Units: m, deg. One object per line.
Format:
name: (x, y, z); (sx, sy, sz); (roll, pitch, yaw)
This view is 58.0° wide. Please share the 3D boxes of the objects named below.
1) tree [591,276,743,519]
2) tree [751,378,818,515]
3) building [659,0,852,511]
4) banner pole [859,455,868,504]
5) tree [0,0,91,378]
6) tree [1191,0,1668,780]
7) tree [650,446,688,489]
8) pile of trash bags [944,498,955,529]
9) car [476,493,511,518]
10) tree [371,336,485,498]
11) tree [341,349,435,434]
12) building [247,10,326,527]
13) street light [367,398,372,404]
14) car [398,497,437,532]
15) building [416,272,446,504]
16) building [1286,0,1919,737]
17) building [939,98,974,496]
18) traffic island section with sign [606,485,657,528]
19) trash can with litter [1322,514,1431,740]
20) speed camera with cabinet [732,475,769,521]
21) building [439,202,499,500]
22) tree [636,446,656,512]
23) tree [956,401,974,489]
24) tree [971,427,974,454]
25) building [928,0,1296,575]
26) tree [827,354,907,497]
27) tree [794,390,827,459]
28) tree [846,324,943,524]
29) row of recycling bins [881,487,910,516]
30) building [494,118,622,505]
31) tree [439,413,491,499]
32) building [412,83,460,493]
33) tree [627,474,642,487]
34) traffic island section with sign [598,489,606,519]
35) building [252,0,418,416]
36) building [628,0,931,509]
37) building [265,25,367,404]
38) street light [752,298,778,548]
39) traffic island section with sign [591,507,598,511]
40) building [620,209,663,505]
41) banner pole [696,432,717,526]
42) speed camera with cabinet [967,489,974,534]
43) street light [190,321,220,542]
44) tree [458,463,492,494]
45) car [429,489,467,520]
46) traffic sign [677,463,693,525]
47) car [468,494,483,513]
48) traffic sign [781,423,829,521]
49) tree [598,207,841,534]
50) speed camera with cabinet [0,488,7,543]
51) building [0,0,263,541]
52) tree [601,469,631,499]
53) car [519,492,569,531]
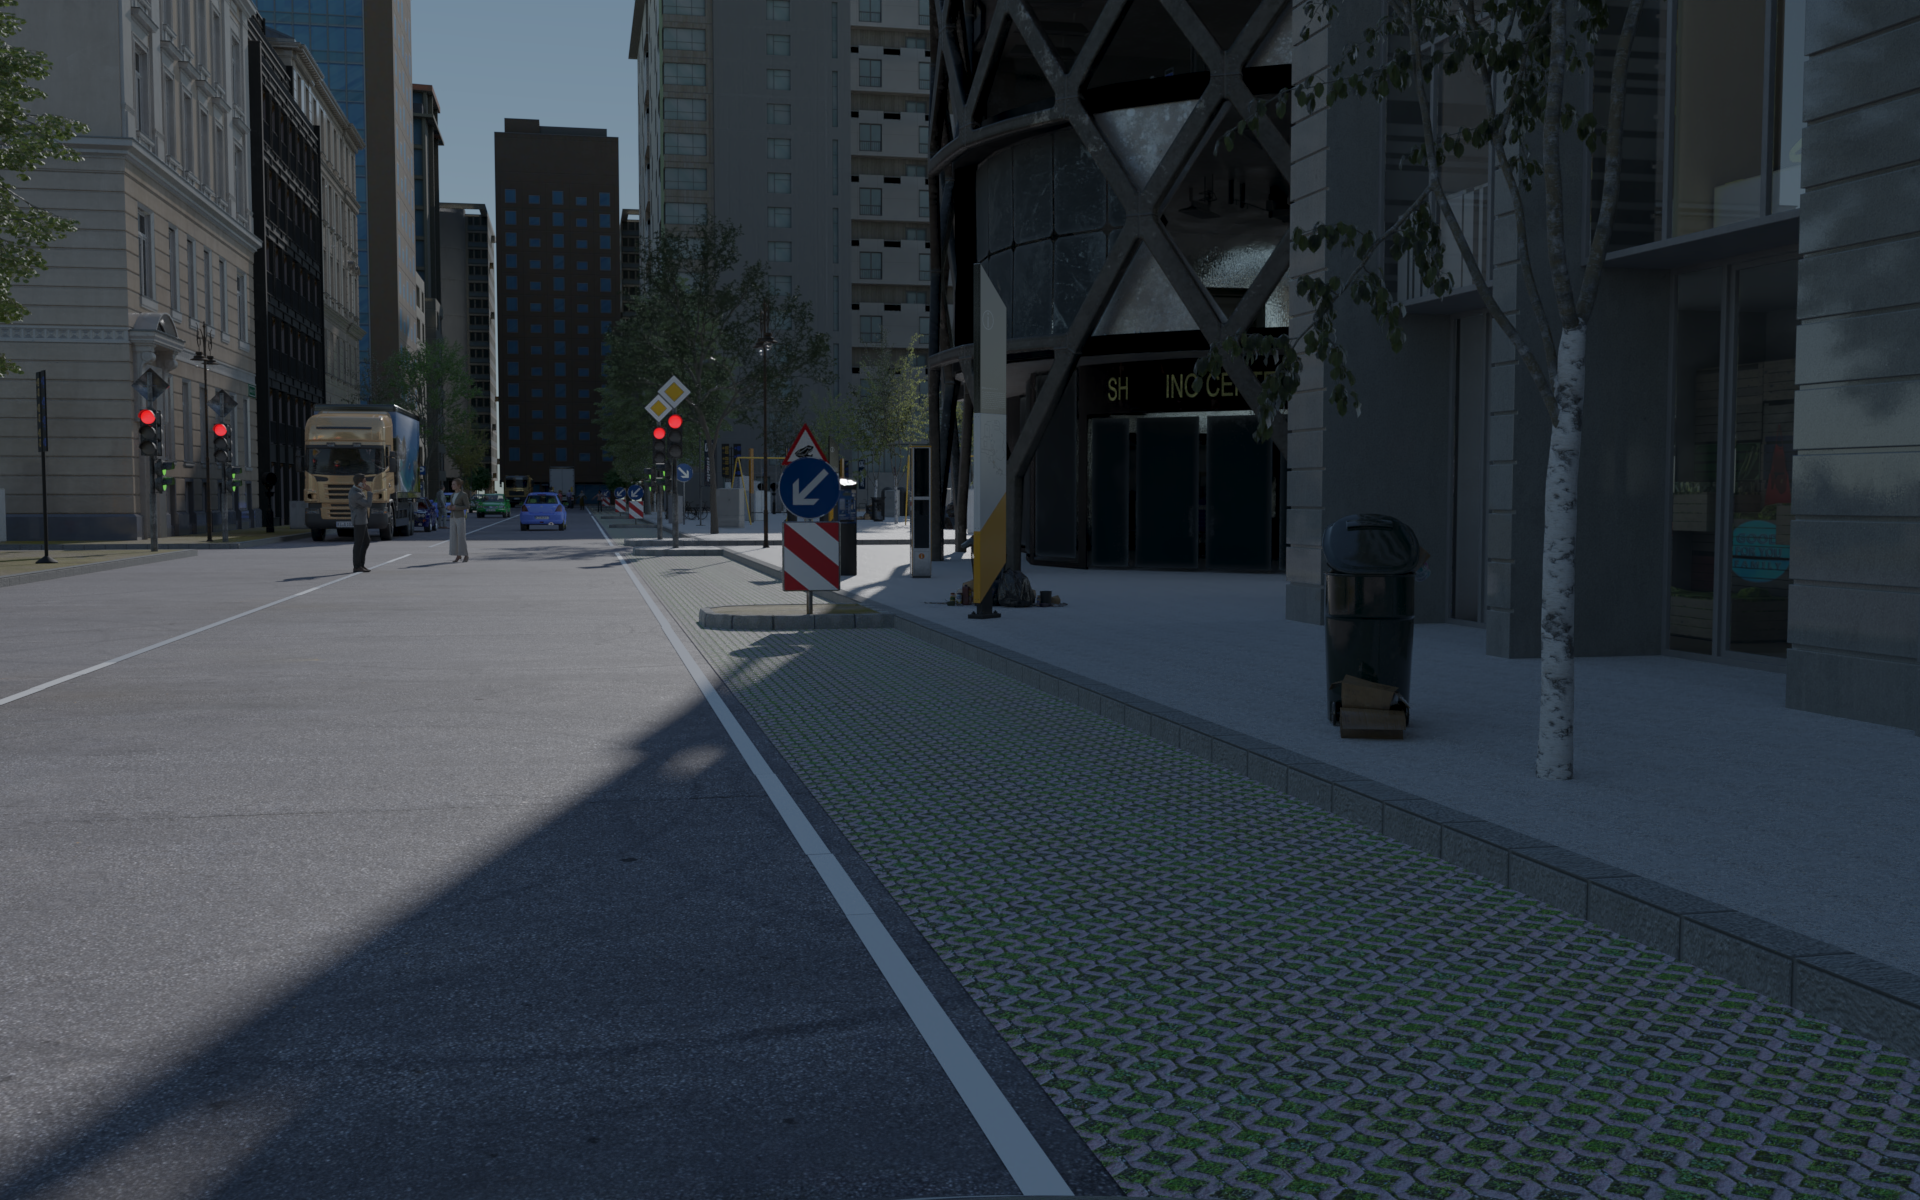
tree: (-14.613, -10.467, 89.265); (7.486, 12.596, 7.792); (0, 3, 0)
tree: (-10.476, -9.362, 103.436); (4.360, 8.622, 3.978); (0, 3, 0)
building: (-16.286, -27.621, 135.199); (14.154, 41.232, 14.086); (-1, 4, -12)
banner pole: (-6.099, -7.370, 110.510); (0.863, 3.779, 0.401); (1, 4, 18)
tree: (-15.627, -6.429, 23.240); (7.486, 12.596, 7.792); (0, 3, 0)
tree: (2.631, -3.513, 7.808); (4.360, 8.622, 3.978); (0, 3, 0)
tree: (-20.412, -10.286, 118.546); (4.737, 8.622, 4.395); (0, 3, 0)
pile of trash bags: (0.756, -3.341, 64.374); (3.447, 1.369, 1.912); (-1, 4, -16)
car: (-28.298, -5.889, 105.076); (1.959, 1.807, 4.718); (-1, 4, -11)
tree: (-35.099, -11.496, 113.718); (9.928, 11.665, 9.643); (0, 3, 0)
tree: (-29.117, -8.413, 87.908); (4.360, 8.622, 3.978); (0, 3, 0)
building: (-34.425, -14.876, 72.898); (12.332, 23.373, 15.834); (-1, 4, -12)
street light: (-28.421, -6.774, 83.551); (0.468, 5.910, 1.993); (-1, 4, -12)
car: (-20.989, -3.276, 66.141); (1.945, 1.354, 3.894); (-1, 4, -12)
building: (-58.472, -18.317, 144.519); (27.650, 21.520, 28.899); (-1, 4, -12)
building: (11.759, -13.831, 3.625); (11.434, 29.767, 29.804); (-1, 4, -12)
building: (-13.962, -34.743, 157.291); (28.713, 52.752, 27.495); (-1, 4, -12)
traffic island section with sign: (-13.861, -3.959, 73.358); (1.989, 1.847, 2.006); (-1, 4, -12)
trash can with litter: (2.298, 0.120, 9.433); (0.624, 1.170, 1.055); (1, 4, 8)
speed camera with cabinet: (-10.125, -5.420, 82.958); (0.660, 3.252, 2.038); (-3, 5, -39)
building: (-70.218, -32.038, 215.710); (23.993, 40.220, 32.217); (-1, 4, -12)
tree: (-22.199, -10.651, 124.514); (4.360, 8.622, 3.978); (0, 3, 0)
tree: (0.882, -8.114, 83.023); (4.360, 8.622, 3.978); (0, 3, 0)
tree: (2.374, -9.792, 110.458); (4.737, 8.622, 4.395); (0, 3, 0)
building: (7.561, -10.147, 33.360); (16.820, 18.784, 16.811); (-1, 4, -12)
tree: (-4.531, -8.630, 91.466); (4.737, 8.622, 4.395); (0, 3, 0)
tree: (-9.348, -10.378, 120.049); (4.737, 8.622, 4.395); (0, 3, 0)
tree: (-2.784, -7.589, 74.447); (4.360, 8.622, 3.978); (0, 3, 0)
row of recycling bins: (-2.940, -5.735, 100.879); (3.534, 1.692, 1.069); (1, 4, 18)
building: (-48.663, -34.283, 210.632); (14.200, 45.320, 14.600); (-1, 4, -12)
tree: (-46.875, -13.123, 164.925); (4.737, 8.622, 4.395); (0, 3, 0)
building: (-66.449, -31.988, 177.632); (28.867, 44.769, 22.147); (-1, 4, -12)
tree: (-26.750, -9.110, 143.553); (1.663, 3.219, 1.824); (0, 3, 0)
traffic island section with sign: (-19.675, -5.569, 99.681); (1.989, 1.847, 2.006); (-1, 4, -12)
building: (-46.947, -28.994, 124.158); (14.600, 45.320, 14.200); (-1, 4, -12)
building: (-19.984, -36.381, 184.068); (28.713, 52.752, 27.495); (-1, 4, -12)
building: (-39.545, -18.062, 92.572); (12.463, 27.353, 25.104); (-1, 4, -12)
street light: (-4.624, -4.179, 41.122); (0.468, 5.910, 1.993); (-1, 4, -12)
traffic island section with sign: (-30.422, -8.543, 148.306); (1.989, 1.847, 2.006); (-1, 4, -12)
building: (-32.062, -32.555, 224.154); (23.993, 40.220, 32.217); (-1, 4, -12)
banner pole: (-10.286, -4.900, 70.136); (0.863, 3.779, 0.401); (0, 4, -3)
speed camera with cabinet: (0.740, -3.823, 56.836); (0.660, 3.252, 2.038); (1, 4, 14)
street light: (-20.209, -4.507, 46.473); (0.468, 5.910, 1.993); (-1, 4, -12)
tree: (-54.383, -12.936, 195.210); (4.285, 4.588, 4.351); (0, 3, 0)
car: (-27.995, -5.208, 94.735); (1.945, 1.707, 3.694); (-1, 4, -10)
traffic sign: (-11.521, -4.412, 72.246); (0.768, 2.556, 0.104); (-1, 4, -10)
car: (-36.715, -7.402, 132.820); (2.131, 1.459, 4.920); (-1, 4, -14)
traffic sign: (-2.848, -1.953, 31.929); (0.884, 2.594, 0.081); (-1, 4, -12)
tree: (-7.832, -7.420, 55.737); (8.767, 10.594, 7.601); (0, 4, 6)
speed camera with cabinet: (-25.533, -3.108, 45.145); (0.660, 3.252, 2.038); (-1, 4, -13)
building: (-30.908, -16.467, 55.136); (13.634, 28.700, 20.117); (-1, 4, -12)
tree: (-39.317, -13.114, 198.131); (4.285, 4.588, 4.351); (0, 3, 0)
car: (-16.519, -3.616, 68.710); (1.945, 1.707, 3.694); (-1, 4, -11)
